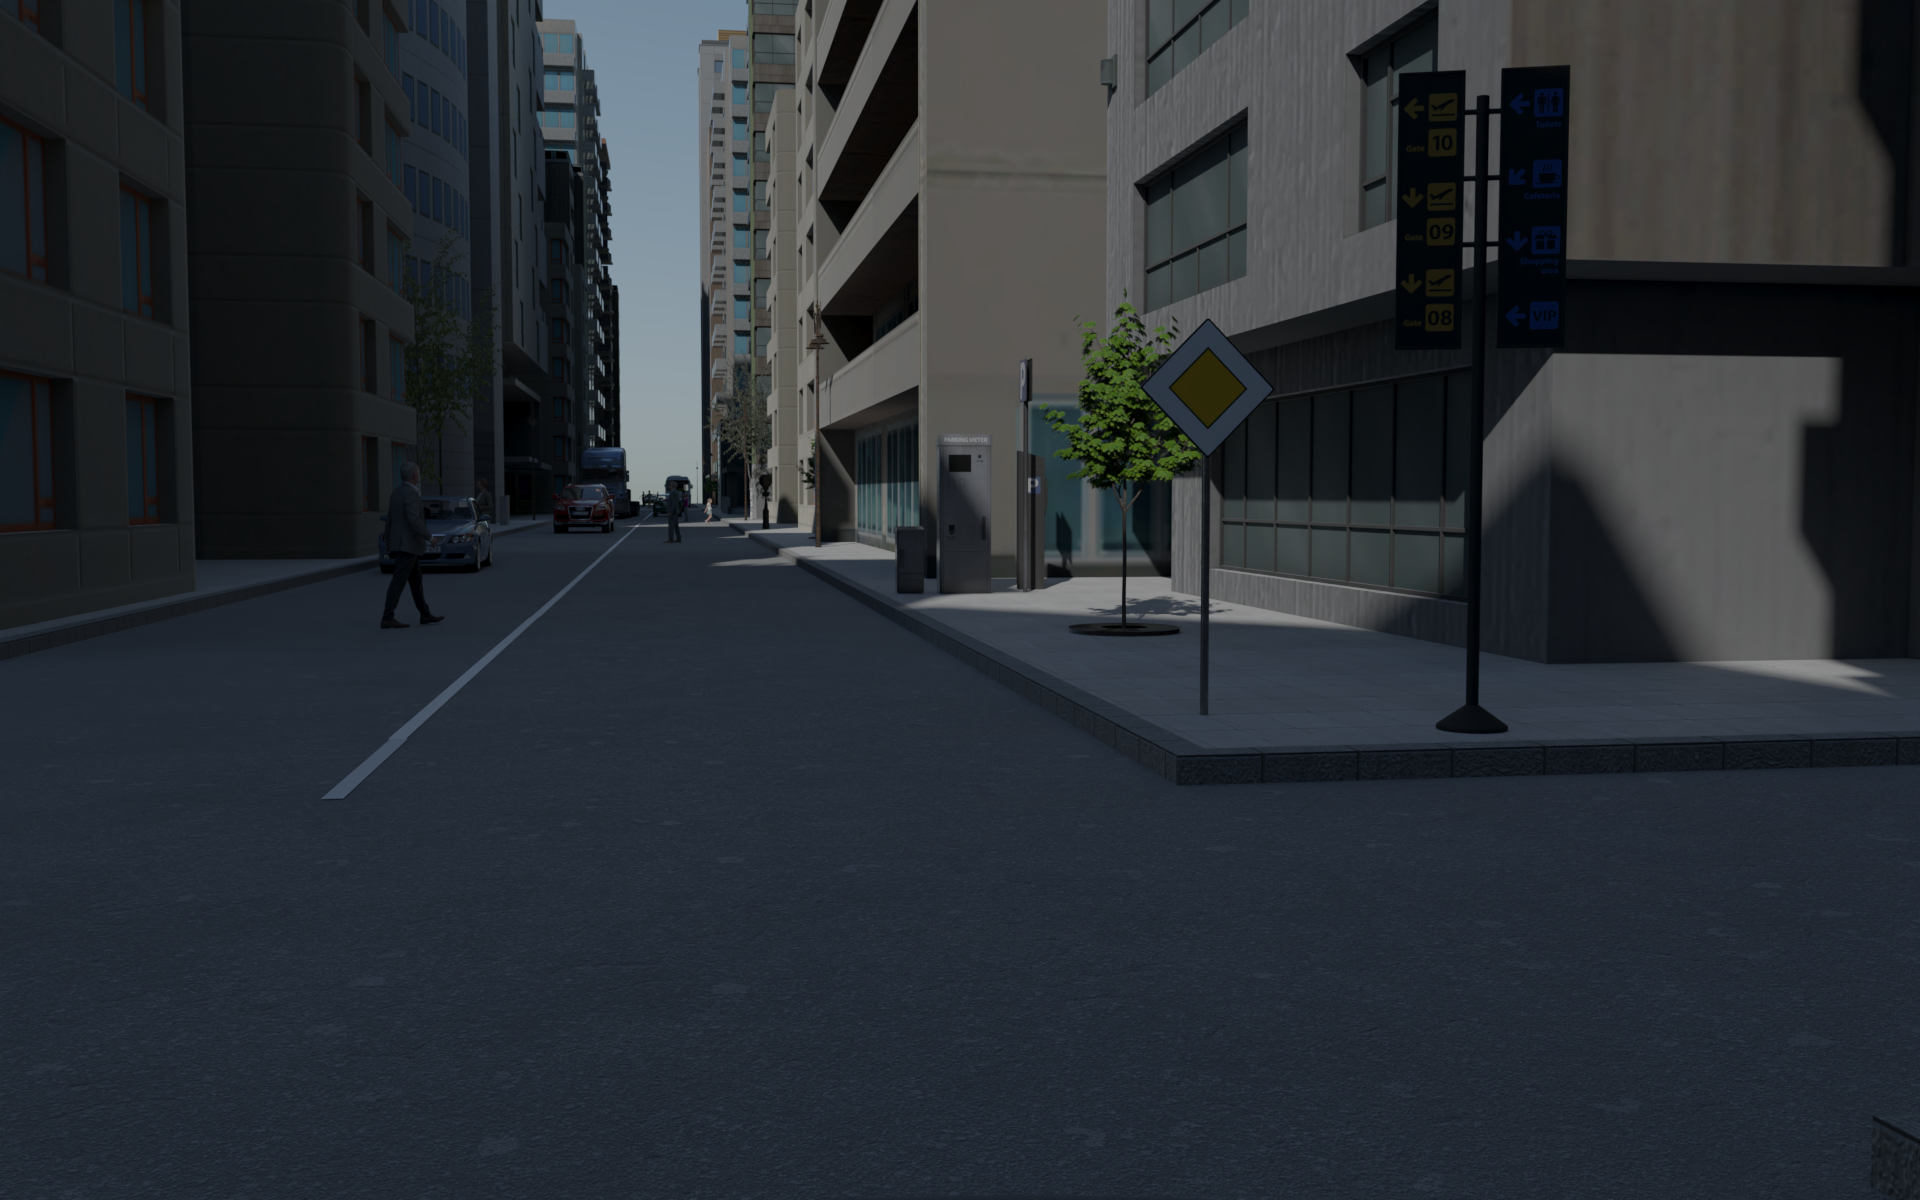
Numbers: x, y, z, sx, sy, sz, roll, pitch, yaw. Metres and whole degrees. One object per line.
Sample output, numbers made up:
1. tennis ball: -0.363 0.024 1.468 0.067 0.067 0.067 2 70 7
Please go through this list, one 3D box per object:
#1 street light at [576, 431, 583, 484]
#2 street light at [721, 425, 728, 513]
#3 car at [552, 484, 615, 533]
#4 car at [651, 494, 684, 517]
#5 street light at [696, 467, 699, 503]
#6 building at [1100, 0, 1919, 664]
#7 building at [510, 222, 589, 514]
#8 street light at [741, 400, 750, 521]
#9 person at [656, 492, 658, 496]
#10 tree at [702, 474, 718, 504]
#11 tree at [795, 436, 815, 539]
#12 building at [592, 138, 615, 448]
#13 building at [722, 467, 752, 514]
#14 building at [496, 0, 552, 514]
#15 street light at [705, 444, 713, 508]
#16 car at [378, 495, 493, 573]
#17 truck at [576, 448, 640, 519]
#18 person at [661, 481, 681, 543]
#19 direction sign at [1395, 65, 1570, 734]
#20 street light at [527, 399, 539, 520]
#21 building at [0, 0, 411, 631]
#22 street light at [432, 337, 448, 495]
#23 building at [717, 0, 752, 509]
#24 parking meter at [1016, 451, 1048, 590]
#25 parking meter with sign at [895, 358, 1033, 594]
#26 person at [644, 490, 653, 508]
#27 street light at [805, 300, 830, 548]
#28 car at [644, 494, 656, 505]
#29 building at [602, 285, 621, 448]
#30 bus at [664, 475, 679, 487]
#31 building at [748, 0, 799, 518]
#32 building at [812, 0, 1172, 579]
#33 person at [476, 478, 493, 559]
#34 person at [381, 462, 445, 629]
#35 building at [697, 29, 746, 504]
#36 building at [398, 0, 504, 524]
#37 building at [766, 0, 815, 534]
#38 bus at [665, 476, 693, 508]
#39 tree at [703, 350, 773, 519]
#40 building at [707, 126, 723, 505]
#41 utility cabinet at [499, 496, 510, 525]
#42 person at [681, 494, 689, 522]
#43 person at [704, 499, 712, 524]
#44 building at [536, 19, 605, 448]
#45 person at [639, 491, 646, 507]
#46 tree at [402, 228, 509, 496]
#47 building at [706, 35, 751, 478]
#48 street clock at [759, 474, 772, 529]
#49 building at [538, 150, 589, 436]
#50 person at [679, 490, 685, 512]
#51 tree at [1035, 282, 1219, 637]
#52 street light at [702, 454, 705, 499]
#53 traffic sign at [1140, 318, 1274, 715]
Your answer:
1. street light: -27.821 -9.421 126.824 0.468 5.910 1.993 -1 4 -9
2. street light: -15.807 -8.790 116.506 0.468 5.910 1.993 -1 4 -9
3. car: -14.036 -3.431 64.776 2.281 1.827 5.304 -1 4 -9
4. car: -18.580 -6.009 110.049 2.131 1.459 4.920 -1 4 -9
5. street light: -36.615 -16.427 241.369 0.468 5.910 1.993 -1 4 -9
6. building: 9.788 -14.954 16.206 14.107 30.474 14.160 -1 4 -9
7. building: -41.110 -16.975 122.580 27.650 21.520 28.899 -1 4 -9
8. street light: -10.348 -6.773 83.526 0.468 5.910 1.993 -1 4 -9
9. person: -40.627 -13.665 232.440 1.217 1.766 0.721 -3 5 -43
10. tree: -23.852 -10.512 166.475 1.663 3.219 1.824 0 3 0
11. tree: -3.973 -3.370 49.699 1.663 3.219 1.824 0 3 0
12. building: -52.888 -33.774 206.824 22.147 44.769 28.867 -1 4 -9
13. building: 0.011 -26.073 118.180 32.217 40.220 23.993 -1 4 -9
14. building: -36.939 -30.829 93.286 28.713 52.752 27.495 -1 4 -9
15. street light: -22.872 -11.391 159.030 0.468 5.910 1.993 -1 4 -9
16. car: -9.924 -1.283 32.987 2.014 1.417 4.499 -1 4 -11
17. truck: -21.278 -7.106 105.947 2.967 4.110 18.799 0 4 -8
18. person: -8.524 -2.593 51.069 0.590 1.801 0.661 0 4 -2
19. direction sign: 2.789 -1.060 9.333 0.876 3.537 0.379 1 4 12
20. street light: -20.884 -6.847 84.743 0.468 5.910 1.993 -1 4 -9
21. building: -24.727 -11.060 25.873 27.650 21.520 28.899 -1 4 -9
22. street light: -15.245 -4.770 50.776 0.468 5.910 1.993 -1 4 -9
23. building: -8.712 -50.801 143.263 22.319 86.520 31.000 -1 4 -9
24. parking meter: 0.969 -1.079 23.347 0.399 1.863 0.255 0 4 -5
25. parking meter with sign: 0.034 -1.599 22.407 1.738 3.016 0.543 0 4 -7
26. person: -31.398 -10.178 174.909 1.348 1.824 0.705 3 5 39
27. street light: -3.402 -4.199 41.447 0.468 5.910 1.993 -1 4 -9
28. car: -39.366 -12.749 220.251 2.131 1.459 4.920 -1 4 -8
29. building: -52.296 -27.975 229.096 14.160 30.474 14.107 -1 4 -9
30. bus: -37.369 -14.440 227.643 2.896 3.916 12.252 -1 4 -10
31. building: -4.928 -19.970 98.217 14.160 30.474 14.107 -1 4 -9
32. building: 8.297 -25.267 36.817 21.300 48.544 21.600 -1 4 -9
33. person: -10.038 -1.667 36.299 0.362 1.759 0.519 -3 5 -44
34. person: -5.894 -0.600 18.705 0.661 1.777 0.834 3 5 42
35. building: -23.677 -41.991 228.554 21.231 58.520 28.212 -1 4 -9
36. building: -28.662 -31.748 61.077 21.231 58.520 28.212 -1 4 -9
37. building: 6.729 -13.822 71.022 27.650 21.520 28.899 -1 4 -9
38. bus: -30.228 -11.698 186.119 2.948 3.499 13.247 -1 4 -8
39. tree: -10.698 -8.401 87.721 4.360 8.622 3.978 0 3 0
40. building: -23.062 -34.097 207.602 14.600 45.320 14.200 -1 4 -9
41. utility cabinet: -18.811 -3.692 71.527 0.306 1.237 1.020 0 4 -8
42. person: -14.214 -4.761 89.571 0.599 1.433 0.991 -2 4 -29
43. person: -12.046 -4.245 82.916 0.382 1.210 0.505 0 4 -3
44. building: -48.215 -34.119 177.456 23.786 49.044 30.456 -1 4 -9
45. person: -35.009 -11.129 191.147 1.217 1.739 0.721 3 5 41
46. tree: -14.576 -5.922 47.191 4.737 8.622 4.395 0 3 0
47. building: -15.333 -34.650 186.137 23.786 49.044 30.456 -1 4 -9
48. street clock: -7.084 -3.584 63.175 0.358 2.002 0.471 3 4 38
49. building: -38.556 -22.800 144.482 14.160 30.474 14.107 -1 4 -9
50. person: -21.587 -7.677 134.731 0.721 1.736 1.217 -3 5 -45
51. tree: 1.413 -1.304 15.921 1.663 3.219 1.824 0 3 0
52. street light: -29.486 -13.855 199.320 0.468 5.910 1.993 -1 4 -9
53. traffic sign: 1.415 -0.389 10.000 0.795 2.450 0.064 -1 4 -9
